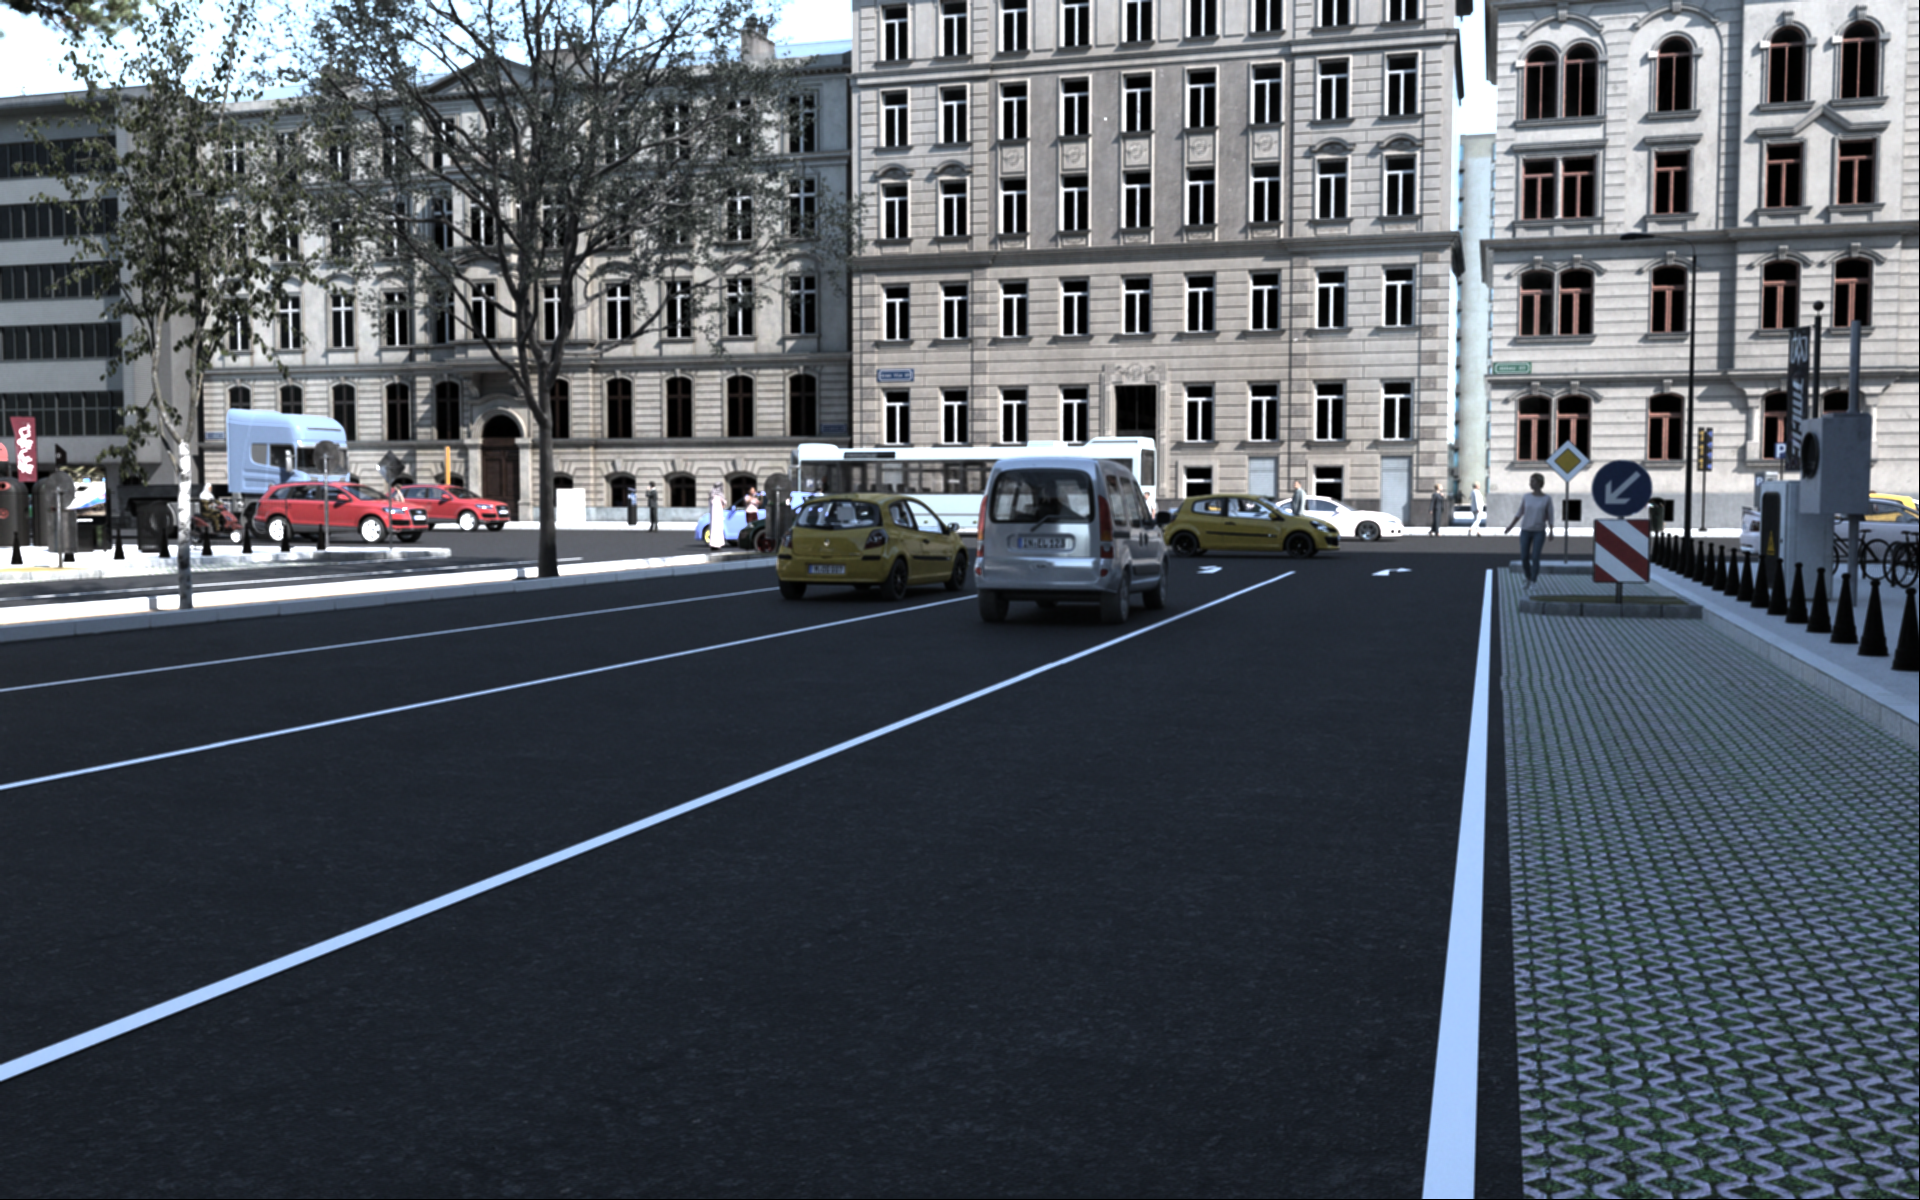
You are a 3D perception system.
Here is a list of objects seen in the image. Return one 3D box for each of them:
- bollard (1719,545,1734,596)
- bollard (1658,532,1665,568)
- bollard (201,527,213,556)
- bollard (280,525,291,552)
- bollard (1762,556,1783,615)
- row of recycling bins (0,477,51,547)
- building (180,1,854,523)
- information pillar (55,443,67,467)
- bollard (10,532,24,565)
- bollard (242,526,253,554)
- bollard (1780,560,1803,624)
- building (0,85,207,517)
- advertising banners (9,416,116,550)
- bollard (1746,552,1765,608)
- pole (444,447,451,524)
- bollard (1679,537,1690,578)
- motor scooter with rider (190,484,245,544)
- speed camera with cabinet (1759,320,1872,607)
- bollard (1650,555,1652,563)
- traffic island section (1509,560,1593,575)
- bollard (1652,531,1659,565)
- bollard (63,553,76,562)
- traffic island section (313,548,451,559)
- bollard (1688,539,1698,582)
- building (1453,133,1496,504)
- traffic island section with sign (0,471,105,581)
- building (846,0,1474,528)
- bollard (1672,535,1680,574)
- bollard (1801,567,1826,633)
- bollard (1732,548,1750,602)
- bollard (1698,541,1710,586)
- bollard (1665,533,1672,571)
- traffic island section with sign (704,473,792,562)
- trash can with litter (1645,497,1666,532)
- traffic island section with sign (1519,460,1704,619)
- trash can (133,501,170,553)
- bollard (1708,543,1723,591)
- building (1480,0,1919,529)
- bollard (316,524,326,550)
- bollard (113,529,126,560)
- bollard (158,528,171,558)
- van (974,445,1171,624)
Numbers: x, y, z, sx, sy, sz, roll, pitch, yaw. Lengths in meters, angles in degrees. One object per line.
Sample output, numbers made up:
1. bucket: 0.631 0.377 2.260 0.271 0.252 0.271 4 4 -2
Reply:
1. bollard: 9.781 -0.358 21.902 0.229 0.601 0.229 0 3 0
2. bollard: 12.274 -0.854 29.998 0.229 0.601 0.229 0 3 0
3. bollard: -15.679 -1.224 36.049 0.229 0.601 0.229 0 3 0
4. bollard: -14.959 -1.367 38.390 0.229 0.601 0.229 0 3 0
5. bollard: 8.704 -0.145 18.409 0.229 0.601 0.229 0 3 0
6. row of recycling bins: -23.611 -2.140 42.097 3.534 1.692 1.069 -1 4 -15
7. building: -19.482 -16.228 84.407 34.723 24.649 14.460 1 4 17
8. information pillar: -41.560 -5.429 80.121 0.504 3.616 0.183 0 4 1
9. bollard: -17.110 -0.940 31.405 0.229 0.601 0.229 0 3 0
10. bollard: -15.318 -1.295 37.208 0.229 0.601 0.229 0 3 0
11. bollard: 8.340 -0.073 17.235 0.229 0.601 0.229 0 3 0
12. building: -50.872 -16.770 93.264 30.058 24.678 14.314 1 4 17
13. advertising banners: -20.277 -2.630 39.185 2.074 3.025 0.090 -2 4 -26
14. bollard: 9.062 -0.216 19.581 0.229 0.601 0.229 0 3 0
15. pole: -22.023 -4.930 74.449 0.158 3.312 0.155 0 3 0
16. bollard: 11.199 -0.641 26.527 0.229 0.601 0.229 0 3 0
17. motor scooter with rider: -21.624 -2.524 50.237 1.986 1.779 0.876 1 4 17
18. speed camera with cabinet: 10.112 -1.602 20.529 0.660 3.252 2.038 0 4 8
19. bollard: 12.998 -0.996 32.326 0.229 0.601 0.229 0 3 0
20. traffic island section: 11.204 -0.593 31.984 2.009 0.180 2.903 1 4 17
21. bollard: 12.634 -0.925 31.163 0.229 0.601 0.229 0 3 0
22. bollard: -16.754 -1.010 32.559 0.229 0.601 0.229 0 3 0
23. traffic island section: -12.966 -1.048 39.417 2.009 0.180 2.903 1 4 17
24. bollard: 10.848 -0.571 25.372 0.229 0.601 0.229 0 3 0
25. building: 58.599 -37.362 230.476 30.456 49.044 23.786 1 4 17
26. traffic island section with sign: -15.729 -1.266 29.321 1.989 1.847 2.006 1 4 17
27. building: 8.664 -16.932 74.104 25.104 27.353 12.463 1 4 17
28. bollard: 11.562 -0.712 27.680 0.229 0.601 0.229 0 3 0
29. bollard: 7.987 -0.002 16.080 0.229 0.601 0.229 0 3 0
30. bollard: 9.427 -0.288 20.748 0.229 0.601 0.229 0 3 0
31. bollard: 10.494 -0.500 24.210 0.229 0.601 0.229 0 3 0
32. bollard: 11.921 -0.783 28.844 0.229 0.601 0.229 0 3 0
33. traffic island section with sign: -4.121 -1.762 36.946 2.006 1.907 1.989 1 4 17
34. trash can with litter: 23.809 -2.928 59.255 0.624 1.170 1.055 2 4 28
35. traffic island section with sign: 7.809 -0.750 20.898 1.989 1.847 2.006 1 4 17
36. trash can: -17.565 -1.591 37.666 0.748 1.137 0.748 0 3 0
37. bollard: 10.135 -0.429 23.056 0.229 0.601 0.229 0 3 0
38. building: 32.359 -17.124 67.367 23.554 28.519 14.401 1 4 17
39. bollard: -14.595 -1.438 39.550 0.229 0.601 0.229 0 3 0
40. bollard: -16.386 -1.082 33.740 0.229 0.601 0.229 0 3 0
41. bollard: -16.032 -1.153 34.894 0.229 0.601 0.229 0 3 0
42. van: 1.423 -0.834 20.643 2.013 2.044 4.112 1 4 16
